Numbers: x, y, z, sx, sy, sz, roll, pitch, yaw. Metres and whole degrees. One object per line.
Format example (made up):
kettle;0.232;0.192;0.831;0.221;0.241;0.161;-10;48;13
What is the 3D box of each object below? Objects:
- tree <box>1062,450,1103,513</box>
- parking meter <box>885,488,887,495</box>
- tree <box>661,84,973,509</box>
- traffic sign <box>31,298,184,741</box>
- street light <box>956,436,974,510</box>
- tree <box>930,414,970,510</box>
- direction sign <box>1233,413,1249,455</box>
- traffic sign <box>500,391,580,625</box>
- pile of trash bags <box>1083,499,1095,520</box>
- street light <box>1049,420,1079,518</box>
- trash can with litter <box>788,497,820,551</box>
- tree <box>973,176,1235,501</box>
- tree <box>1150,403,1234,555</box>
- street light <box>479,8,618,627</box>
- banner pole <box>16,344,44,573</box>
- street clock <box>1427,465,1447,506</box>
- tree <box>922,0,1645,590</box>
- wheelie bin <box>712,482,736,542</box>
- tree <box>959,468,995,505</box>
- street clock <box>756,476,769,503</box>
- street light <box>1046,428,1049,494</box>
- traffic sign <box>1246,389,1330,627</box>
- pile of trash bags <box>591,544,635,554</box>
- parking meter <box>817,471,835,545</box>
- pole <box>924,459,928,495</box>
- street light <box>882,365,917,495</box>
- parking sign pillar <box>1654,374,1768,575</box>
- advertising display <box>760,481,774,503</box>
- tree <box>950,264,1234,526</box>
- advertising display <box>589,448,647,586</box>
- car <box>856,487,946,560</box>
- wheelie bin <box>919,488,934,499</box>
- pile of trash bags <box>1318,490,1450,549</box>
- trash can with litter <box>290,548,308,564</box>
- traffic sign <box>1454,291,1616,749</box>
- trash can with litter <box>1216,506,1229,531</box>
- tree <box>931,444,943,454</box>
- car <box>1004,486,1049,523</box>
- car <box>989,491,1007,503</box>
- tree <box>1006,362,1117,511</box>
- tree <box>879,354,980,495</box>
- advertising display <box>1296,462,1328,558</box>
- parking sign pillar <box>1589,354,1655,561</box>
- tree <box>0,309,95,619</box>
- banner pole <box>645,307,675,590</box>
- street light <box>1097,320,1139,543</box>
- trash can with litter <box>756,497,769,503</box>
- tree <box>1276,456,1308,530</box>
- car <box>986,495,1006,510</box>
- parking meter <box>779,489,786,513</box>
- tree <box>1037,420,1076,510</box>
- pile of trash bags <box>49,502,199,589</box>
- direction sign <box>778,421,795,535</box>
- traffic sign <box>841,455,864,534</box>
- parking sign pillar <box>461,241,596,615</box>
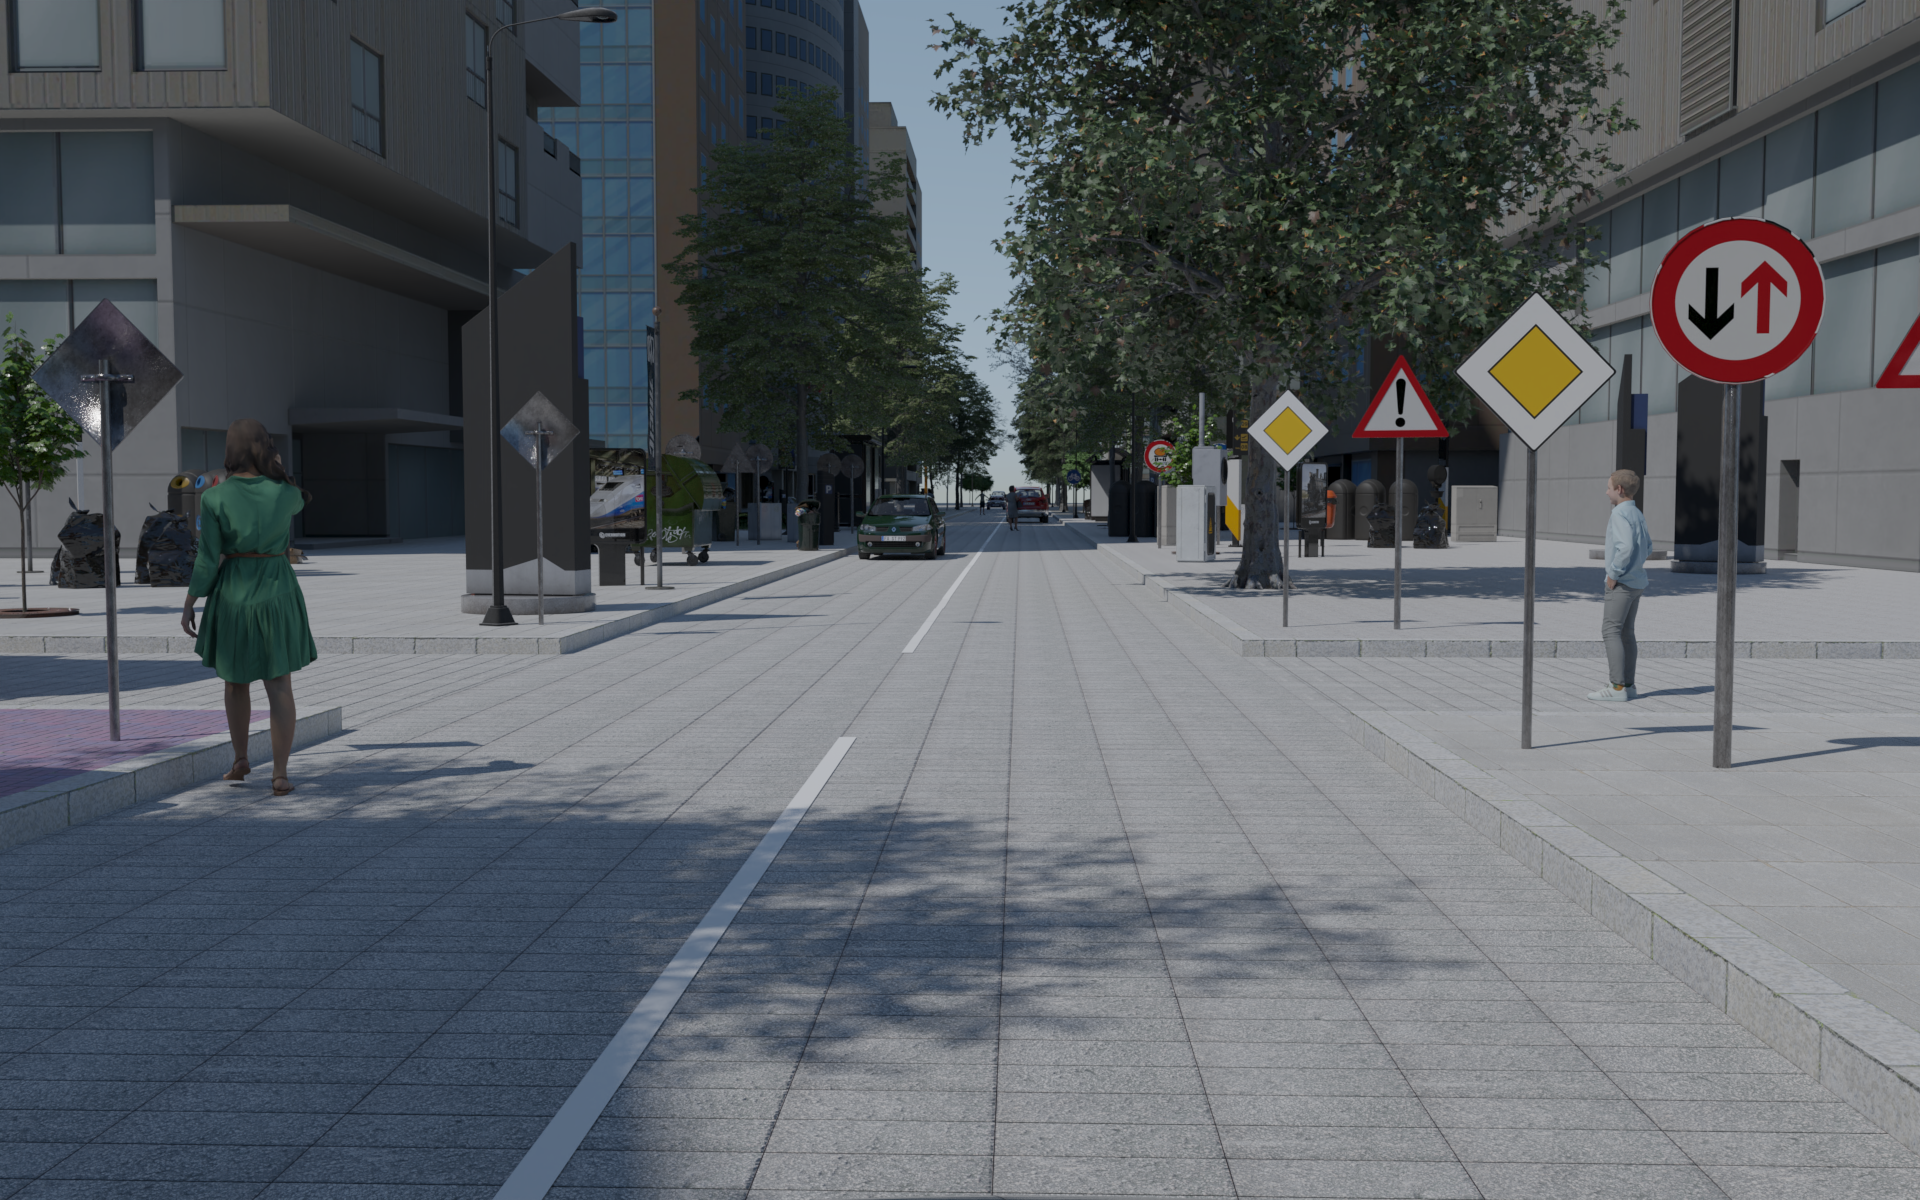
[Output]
tree;8.287;-8.096;116.079;4.285;4.588;4.351;0;3;0
parking meter;-3.367;-4.123;75.824;0.372;1.533;0.369;0;3;0
tree;-4.440;-7.950;48.114;7.486;12.596;7.792;0;3;0
traffic sign;-4.389;-0.324;8.940;0.795;2.450;0.064;0;4;2
street light;0.375;-10.186;139.088;1.470;5.913;1.316;0;4;2
tree;-1.188;-11.314;135.339;4.360;8.622;3.978;0;3;0
direction sign;5.922;-2.628;34.960;0.876;3.537;0.379;-1;4;-12
traffic sign;-4.104;-0.812;16.920;0.795;2.450;0.064;0;4;2
pile of trash bags;7.945;-4.930;90.363;1.912;1.369;3.447;2;4;26
street light;5.603;-7.280;91.575;1.470;5.913;1.316;0;4;2
trash can with litter;-3.530;-1.708;39.318;0.624;1.170;1.055;-1;4;-17
tree;5.772;-8.297;53.787;7.486;12.596;7.792;0;3;0
tree;5.027;-2.592;36.980;1.663;3.219;1.824;0;3;0
street light;-3.971;-2.703;16.733;1.470;5.913;1.316;0;4;2
banner pole;-15.046;-2.318;27.914;0.401;3.779;0.863;-2;4;-28
street clock;11.876;-2.359;43.137;0.471;2.002;0.358;-2;4;-32
tree;4.163;-6.497;23.236;9.611;12.733;9.660;0;3;0
wheelie bin;-6.432;-2.391;47.009;0.693;1.594;0.980;-2;4;-29
tree;1.259;-13.997;212.565;4.285;4.588;4.351;0;3;0
street clock;-7.727;-3.864;67.747;0.471;2.002;0.358;-2;4;-25
street light;6.759;-9.112;121.520;1.470;5.913;1.316;0;4;2
traffic sign;3.135;-0.795;16.642;0.795;2.450;0.064;0;4;2
pile of trash bags;-8.797;-1.678;37.184;3.447;1.369;1.912;-2;4;-28
parking meter;-3.355;-2.302;43.351;0.399;1.863;0.255;-3;5;-42
pole;-1.653;-5.529;84.240;0.158;3.312;0.155;0;3;0
street light;-2.245;-5.506;62.562;1.470;5.913;1.316;0;4;2
parking sign pillar;12.385;-2.428;28.175;1.447;3.967;1.447;3;5;42
advertising display;-9.646;-4.966;86.414;0.974;1.923;0.123;3;5;41
tree;6.103;-9.679;68.628;12.009;13.543;11.850;0;3;0
advertising display;-4.862;-1.159;24.160;0.974;1.923;0.123;-1;4;-19
car;-1.287;-1.796;39.154;2.009;1.686;4.222;0;4;4
wheelie bin;-1.787;-5.096;91.222;0.980;1.594;0.693;3;4;37
pile of trash bags;10.160;-1.962;41.839;3.447;1.369;1.912;2;4;31
trash can with litter;-12.555;-1.252;31.851;1.055;1.170;0.624;0;4;-4
traffic sign;2.850;-0.307;8.662;0.795;2.450;0.064;0;4;2
trash can with litter;8.997;-2.996;60.367;1.055;1.170;0.624;-2;4;-26
tree;0.094;-15.715;167.313;12.009;13.543;11.850;0;3;0
car;3.375;-4.809;87.292;2.281;1.827;5.304;0;3;0
car;4.661;-12.206;208.240;2.281;1.827;5.304;0;4;1
tree;7.862;-13.769;131.777;9.857;13.997;8.962;0;3;0
tree;-2.078;-11.059;115.220;7.601;10.594;8.767;1;4;16
advertising display;7.143;-1.832;35.163;0.123;1.923;0.974;3;5;44
parking sign pillar;13.159;-2.785;34.010;1.447;3.967;1.447;1;4;16
tree;-9.968;-1.451;18.323;1.663;3.219;1.824;0;3;0
banner pole;-4.055;-2.017;22.994;0.401;3.779;0.863;0;4;3
street light;4.045;-4.483;45.839;1.470;5.913;1.316;0;4;2
trash can with litter;-8.278;-3.680;71.553;0.624;1.170;1.055;-2;4;-28
tree;12.059;-4.164;62.686;1.663;3.219;1.824;0;3;0
car;3.316;-8.890;157.939;1.945;1.354;3.894;0;4;3
parking meter;-8.811;-4.756;86.169;0.372;1.533;0.369;0;3;0
tree;9.177;-12.672;157.543;4.737;8.622;4.395;0;3;0
pile of trash bags;-12.357;-0.882;24.169;3.447;1.369;1.912;-1;4;-17
direction sign;-5.430;-3.811;54.307;0.379;3.537;0.876;2;4;28
traffic sign;-3.478;-3.411;55.874;0.768;2.556;0.104;0;4;5
parking sign pillar;-4.735;-1.862;18.916;1.447;3.967;1.447;1;4;13
